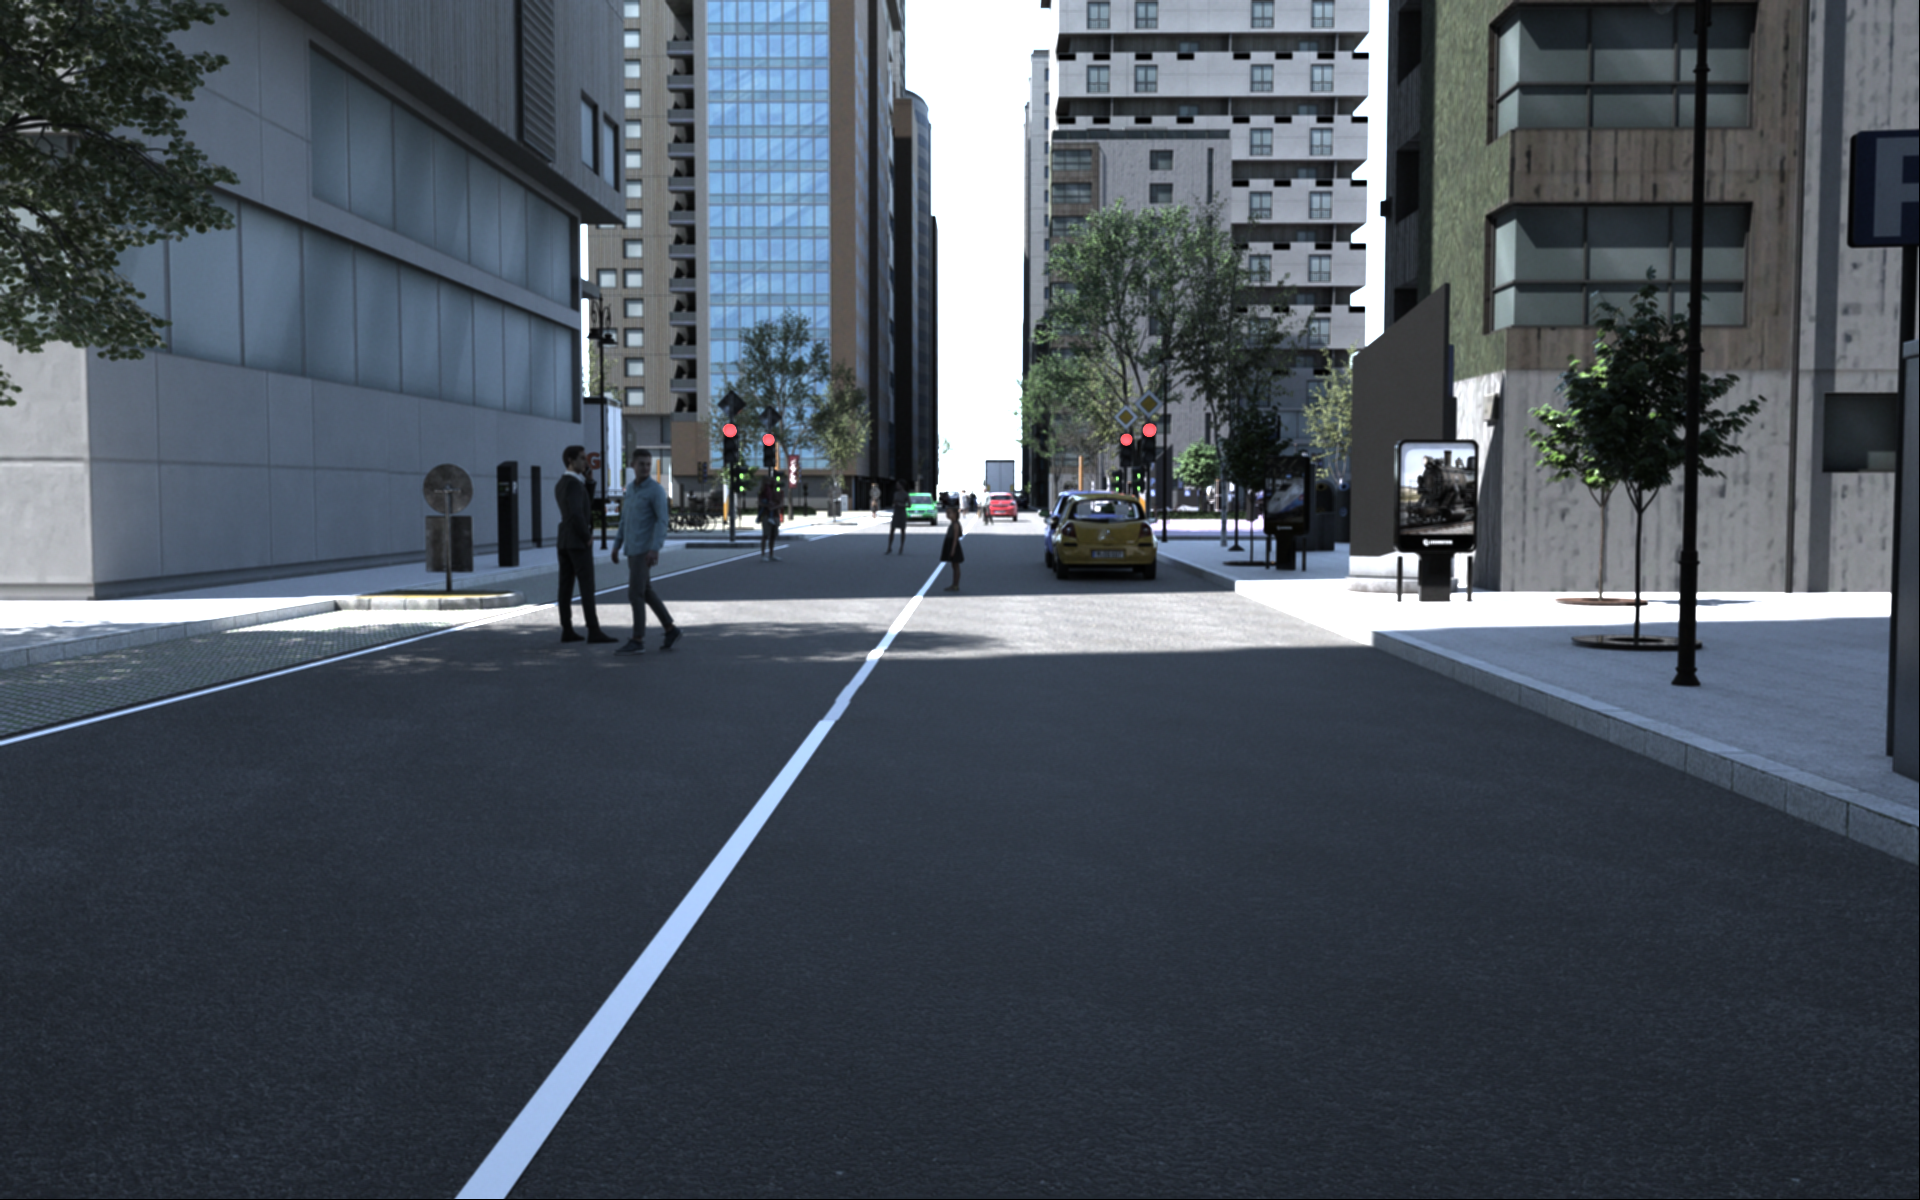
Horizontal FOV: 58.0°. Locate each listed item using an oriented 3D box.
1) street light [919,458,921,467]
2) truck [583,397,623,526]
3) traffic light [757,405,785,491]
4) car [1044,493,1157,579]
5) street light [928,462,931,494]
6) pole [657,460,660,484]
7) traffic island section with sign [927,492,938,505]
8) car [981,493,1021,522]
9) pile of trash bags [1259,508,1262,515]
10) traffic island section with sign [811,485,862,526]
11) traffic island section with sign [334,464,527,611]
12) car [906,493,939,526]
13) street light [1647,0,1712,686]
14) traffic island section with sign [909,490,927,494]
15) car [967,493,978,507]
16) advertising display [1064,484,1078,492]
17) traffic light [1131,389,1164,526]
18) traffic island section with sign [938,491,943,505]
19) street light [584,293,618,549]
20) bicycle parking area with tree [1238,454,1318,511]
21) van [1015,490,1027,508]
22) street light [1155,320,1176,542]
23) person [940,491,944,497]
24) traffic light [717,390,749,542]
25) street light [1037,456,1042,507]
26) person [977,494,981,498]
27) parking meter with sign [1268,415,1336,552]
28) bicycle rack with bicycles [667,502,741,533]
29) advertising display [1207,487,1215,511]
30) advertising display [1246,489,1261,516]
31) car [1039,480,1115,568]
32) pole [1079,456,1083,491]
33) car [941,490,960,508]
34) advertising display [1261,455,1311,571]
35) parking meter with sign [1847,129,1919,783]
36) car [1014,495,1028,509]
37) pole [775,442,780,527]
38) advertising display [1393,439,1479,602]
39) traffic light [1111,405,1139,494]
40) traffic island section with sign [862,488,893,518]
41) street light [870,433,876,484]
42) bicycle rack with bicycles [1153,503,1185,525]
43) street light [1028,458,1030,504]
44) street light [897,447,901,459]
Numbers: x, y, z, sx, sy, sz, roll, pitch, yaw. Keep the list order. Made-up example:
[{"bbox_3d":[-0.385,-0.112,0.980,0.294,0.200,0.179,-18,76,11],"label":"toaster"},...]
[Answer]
[{"bbox_3d":[-4.973,-14.789,214.592,0.468,5.910,1.993,0,4,1],"label":"street light"},{"bbox_3d":[-15.741,-3.793,50.931,11.283,4.237,2.839,0,4,-1],"label":"truck"},{"bbox_3d":[-5.974,-4.019,54.637,0.839,4.253,0.868,0,4,1],"label":"traffic light"},{"bbox_3d":[2.508,-1.249,30.643,2.015,1.641,3.980,0,4,2],"label":"car"},{"bbox_3d":[-4.384,-16.860,248.445,0.468,5.910,1.993,0,4,1],"label":"street light"},{"bbox_3d":[-17.917,-6.679,103.052,0.158,3.312,0.155,0,3,0],"label":"pole"},{"bbox_3d":[-3.623,-10.530,180.786,1.989,1.847,2.006,0,4,1],"label":"traffic island section with sign"},{"bbox_3d":[2.144,-5.054,91.681,2.155,1.783,4.494,0,4,2],"label":"car"},{"bbox_3d":[19.106,-5.826,105.004,3.447,1.369,1.912,1,4,13],"label":"pile of trash bags"},{"bbox_3d":[-5.590,-4.219,77.612,1.989,1.847,2.006,0,4,1],"label":"traffic island section with sign"},{"bbox_3d":[-6.642,-0.822,22.061,1.989,1.847,2.006,0,4,1],"label":"traffic island section with sign"},{"bbox_3d":[-1.945,-4.318,79.388,1.959,1.807,4.718,0,3,0],"label":"car"},{"bbox_3d":[4.881,-2.366,11.468,0.468,5.910,1.993,0,4,1],"label":"street light"},{"bbox_3d":[-4.158,-8.831,153.014,1.989,1.847,2.006,0,4,1],"label":"traffic island section with sign"},{"bbox_3d":[1.025,-10.801,186.191,1.945,1.707,3.694,0,4,1],"label":"car"},{"bbox_3d":[7.448,-6.809,116.545,0.974,1.923,0.123,-1,4,-14],"label":"advertising display"},{"bbox_3d":[5.034,-3.519,46.458,0.839,4.253,0.868,0,4,1],"label":"traffic light"},{"bbox_3d":[-2.569,-13.934,236.445,1.989,1.847,2.006,0,4,1],"label":"traffic island section with sign"},{"bbox_3d":[-8.269,-4.114,40.051,0.468,5.910,1.993,0,4,1],"label":"street light"},{"bbox_3d":[23.232,-8.449,125.135,8.231,4.147,9.016,1,4,16],"label":"bicycle parking area with tree"},{"bbox_3d":[5.762,-10.203,173.824,2.013,2.044,4.112,0,4,1],"label":"van"},{"bbox_3d":[5.459,-4.483,46.085,0.468,5.910,1.993,0,4,1],"label":"street light"},{"bbox_3d":[-2.156,-13.367,227.028,1.348,1.826,0.705,-3,5,-41],"label":"person"},{"bbox_3d":[-6.126,-3.531,46.653,0.839,4.253,0.868,0,4,1],"label":"traffic light"},{"bbox_3d":[7.921,-12.178,171.905,0.468,5.910,1.993,0,4,1],"label":"street light"},{"bbox_3d":[2.845,-14.547,249.529,0.799,1.438,0.628,-2,4,-30],"label":"person"},{"bbox_3d":[7.637,-2.609,38.911,1.738,3.016,0.543,-2,4,-28],"label":"parking meter with sign"},{"bbox_3d":[-9.352,-2.749,58.326,2.925,0.926,2.852,-2,4,-33],"label":"bicycle rack with bicycles"},{"bbox_3d":[16.894,-6.785,116.151,0.123,1.923,0.974,-2,4,-31],"label":"advertising display"},{"bbox_3d":[15.116,-5.106,88.700,0.974,1.923,0.123,-1,4,-17],"label":"advertising display"},{"bbox_3d":[2.566,-1.554,35.004,1.945,1.707,3.694,0,4,2],"label":"car"},{"bbox_3d":[6.497,-6.060,92.916,0.158,3.312,0.155,0,3,0],"label":"pole"},{"bbox_3d":[-0.813,-10.222,175.799,2.281,1.827,5.304,0,3,0],"label":"car"},{"bbox_3d":[5.519,-1.472,29.284,0.123,1.923,0.974,-2,4,-35],"label":"advertising display"},{"bbox_3d":[4.441,-0.692,7.579,0.543,3.016,1.738,1,4,9],"label":"parking meter with sign"},{"bbox_3d":[5.618,-9.403,166.312,1.945,1.354,3.894,0,4,0],"label":"car"},{"bbox_3d":[-7.184,-4.542,68.111,0.158,3.312,0.155,0,3,0],"label":"pole"},{"bbox_3d":[5.636,-0.937,20.530,0.974,1.923,0.123,0,4,-4],"label":"advertising display"},{"bbox_3d":[5.185,-4.007,54.441,0.839,4.253,0.868,0,4,1],"label":"traffic light"},{"bbox_3d":[-5.069,-5.871,104.623,1.989,1.847,2.006,0,4,1],"label":"traffic island section with sign"},{"bbox_3d":[-6.641,-9.733,131.916,0.468,5.910,1.993,0,4,1],"label":"street light"},{"bbox_3d":[7.646,-3.664,73.295,2.852,0.926,2.925,-1,4,-8],"label":"bicycle rack with bicycles"},{"bbox_3d":[8.865,-15.192,221.182,0.468,5.910,1.993,0,4,1],"label":"street light"},{"bbox_3d":[-5.866,-11.835,166.285,0.468,5.910,1.993,0,4,1],"label":"street light"}]
